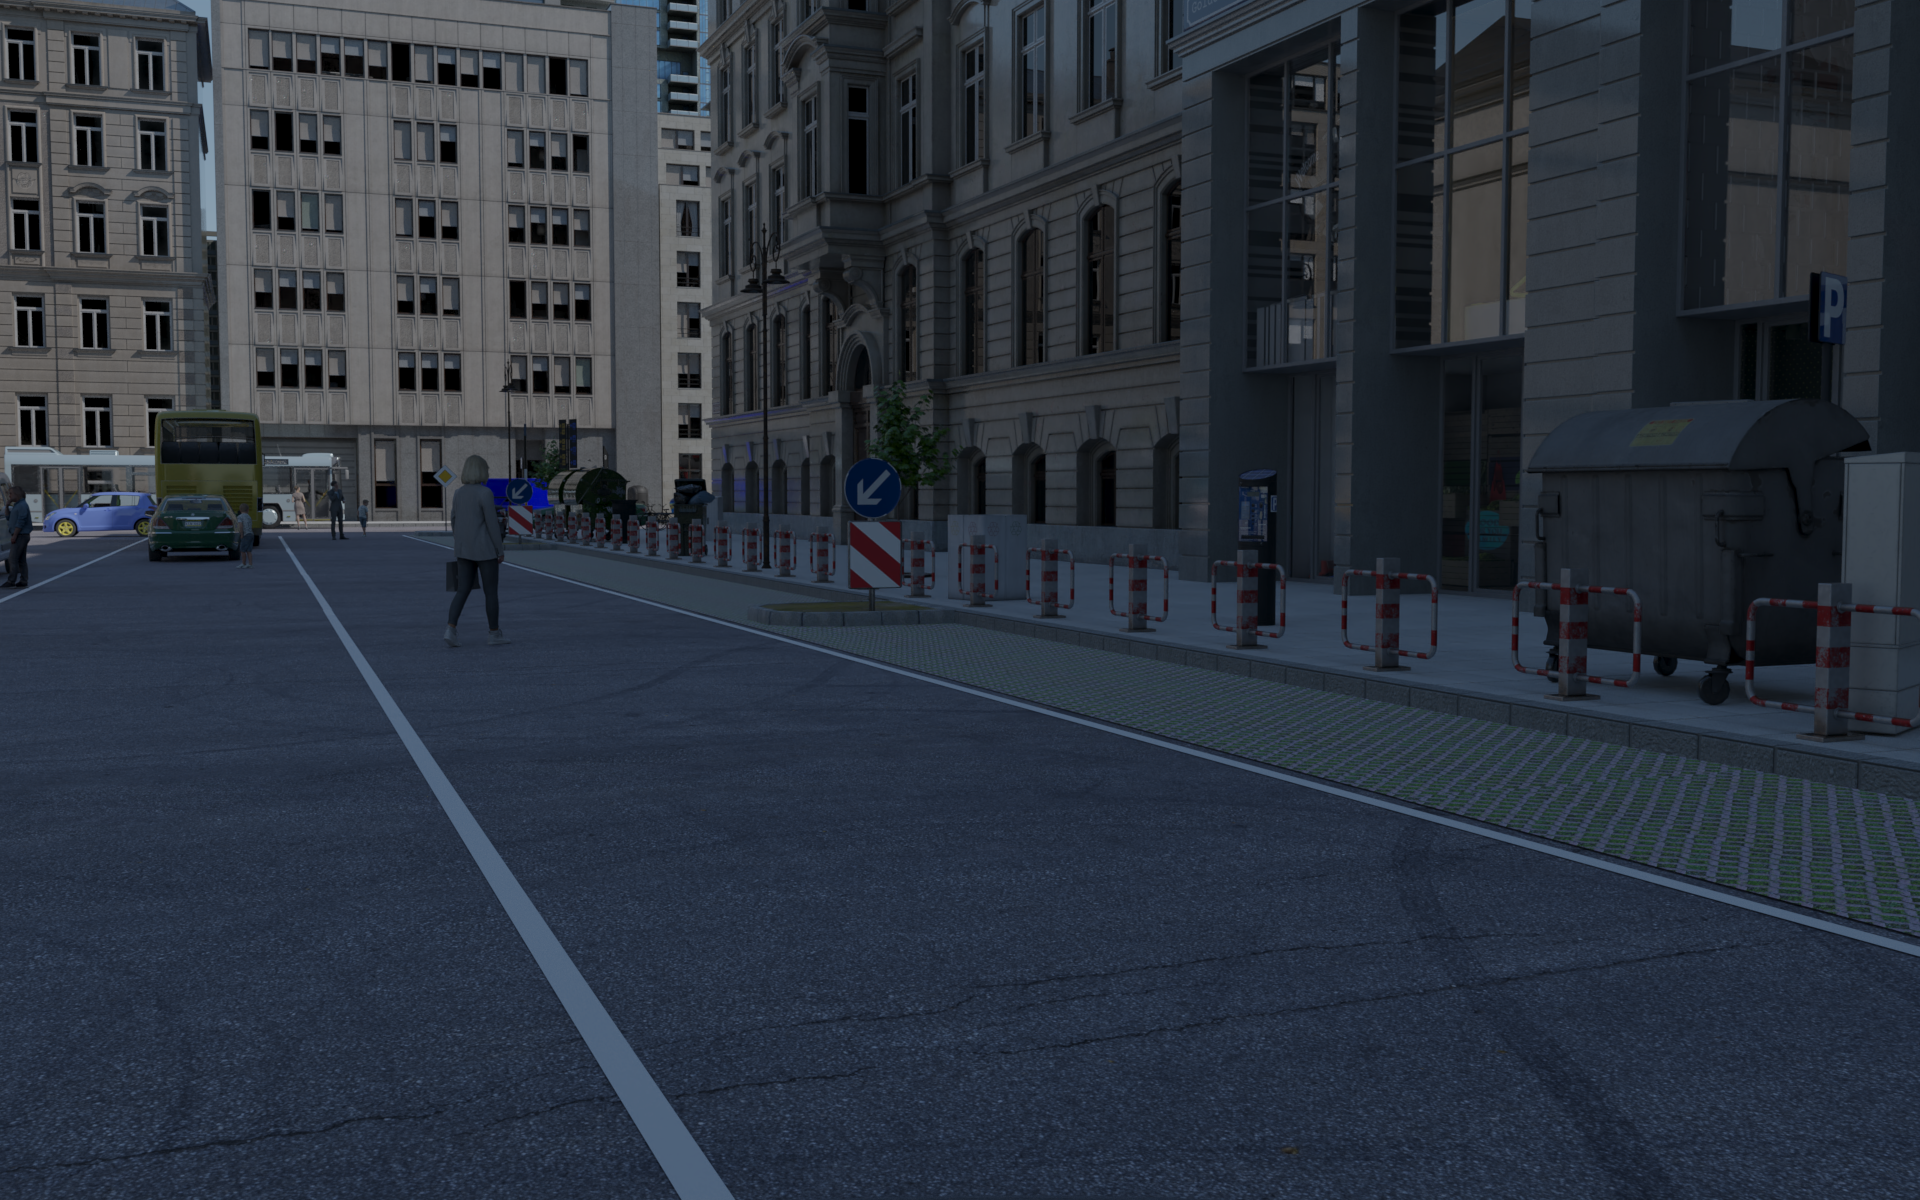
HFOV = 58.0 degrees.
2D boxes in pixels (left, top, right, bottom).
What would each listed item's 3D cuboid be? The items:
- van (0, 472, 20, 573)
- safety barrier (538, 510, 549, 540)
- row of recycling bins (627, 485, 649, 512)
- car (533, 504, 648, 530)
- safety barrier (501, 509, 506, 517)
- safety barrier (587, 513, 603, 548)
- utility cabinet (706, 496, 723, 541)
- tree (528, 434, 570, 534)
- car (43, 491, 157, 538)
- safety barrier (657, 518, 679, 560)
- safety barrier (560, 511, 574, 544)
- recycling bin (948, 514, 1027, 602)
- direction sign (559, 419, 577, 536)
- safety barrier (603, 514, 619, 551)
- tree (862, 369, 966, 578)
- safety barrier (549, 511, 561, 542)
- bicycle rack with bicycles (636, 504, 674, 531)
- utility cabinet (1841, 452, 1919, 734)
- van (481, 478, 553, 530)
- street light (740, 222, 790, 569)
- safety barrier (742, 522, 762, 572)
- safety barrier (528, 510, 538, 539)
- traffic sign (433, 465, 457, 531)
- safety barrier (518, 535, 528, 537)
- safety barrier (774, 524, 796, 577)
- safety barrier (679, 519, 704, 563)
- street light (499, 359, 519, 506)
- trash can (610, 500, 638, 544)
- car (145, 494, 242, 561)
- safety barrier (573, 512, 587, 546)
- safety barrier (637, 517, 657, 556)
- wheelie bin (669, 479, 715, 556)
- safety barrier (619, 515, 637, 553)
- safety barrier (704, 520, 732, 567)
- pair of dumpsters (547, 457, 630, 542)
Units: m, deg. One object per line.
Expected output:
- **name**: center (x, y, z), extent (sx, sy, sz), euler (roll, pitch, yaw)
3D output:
- **van**: center (-17.323, -1.396, 29.838), extent (2.013, 2.044, 4.112), euler (-1, 4, -21)
- **safety barrier**: center (-11.425, -2.072, 48.149), extent (0.300, 0.817, 1.120), euler (-1, 4, -22)
- **row of recycling bins**: center (-15.268, -4.588, 82.125), extent (1.069, 1.692, 3.534), euler (-1, 4, -10)
- **car**: center (-14.111, -3.249, 64.912), extent (4.920, 1.459, 2.131), euler (-1, 4, -22)
- **safety barrier**: center (-14.326, -2.506, 55.248), extent (0.300, 0.817, 1.120), euler (-1, 4, -22)
- **safety barrier**: center (-8.517, -1.637, 41.032), extent (0.300, 0.817, 1.120), euler (-1, 4, -22)
- **utility cabinet**: center (-6.986, -2.210, 47.290), extent (1.020, 1.237, 0.306), euler (1, 4, 22)
- **tree**: center (-13.089, -3.777, 56.351), extent (1.663, 3.219, 1.824), euler (0, 3, 0)
- **car**: center (-28.774, -2.975, 58.225), extent (3.694, 1.707, 1.945), euler (-1, 4, -22)
- **safety barrier**: center (-5.611, -1.201, 33.918), extent (0.300, 0.817, 1.120), euler (-1, 4, -22)
- **safety barrier**: center (-9.976, -1.855, 44.598), extent (0.300, 0.817, 1.120), euler (-1, 4, -22)
- **recycling bin**: center (0.333, -0.523, 21.108), extent (0.722, 1.027, 0.722), euler (-3, 4, -37)
- **direction sign**: center (-11.867, -3.700, 52.495), extent (0.876, 3.537, 0.379), euler (3, 5, 42)
- **safety barrier**: center (-7.783, -1.528, 39.253), extent (0.300, 0.817, 1.120), euler (-1, 4, -22)
- **tree**: center (-1.007, -1.960, 26.655), extent (1.663, 3.219, 1.824), euler (0, 3, 0)
- **safety barrier**: center (-10.701, -1.963, 46.373), extent (0.300, 0.817, 1.120), euler (-1, 4, -22)
- **bicycle rack with bicycles**: center (-10.464, -2.929, 61.278), extent (2.925, 0.926, 2.852), euler (-2, 4, -31)
- **utility cabinet**: center (5.191, -0.056, 9.598), extent (0.318, 1.500, 1.173), euler (3, 5, 42)
- **van**: center (-16.174, -3.842, 67.206), extent (5.245, 2.365, 2.240), euler (-2, 4, -23)
- **street light**: center (-3.335, -3.479, 29.676), extent (0.468, 5.910, 1.993), euler (-1, 4, -22)
- **safety barrier**: center (-3.435, -0.876, 28.593), extent (0.300, 0.817, 1.120), euler (-1, 4, -22)
- **safety barrier**: center (-12.150, -2.180, 49.923), extent (0.300, 0.817, 1.120), euler (-1, 4, -22)
- **traffic sign**: center (-17.652, -3.412, 59.423), extent (0.795, 2.450, 0.064), euler (-1, 4, -22)
- **safety barrier**: center (-12.879, -2.289, 51.697), extent (0.300, 0.817, 1.120), euler (-1, 4, -22)
- **safety barrier**: center (-2.712, -0.767, 26.815), extent (0.300, 0.817, 1.120), euler (-1, 4, -22)
- **safety barrier**: center (-4.886, -1.093, 32.144), extent (0.300, 0.817, 1.120), euler (-1, 4, -22)
- **street light**: center (-15.422, -5.290, 59.283), extent (0.468, 5.910, 1.993), euler (-1, 4, -22)
- **trash can**: center (-8.692, -2.029, 44.833), extent (0.748, 1.137, 0.748), euler (0, 3, 0)
- **car**: center (-16.956, -1.630, 38.455), extent (2.131, 1.459, 4.920), euler (-1, 4, -22)
- **safety barrier**: center (-9.244, -1.745, 42.812), extent (0.300, 0.817, 1.120), euler (-1, 4, -22)
- **safety barrier**: center (-6.343, -1.310, 35.698), extent (0.300, 0.817, 1.120), euler (-1, 4, -22)
- **wheelie bin**: center (-5.564, -1.713, 35.914), extent (0.980, 1.594, 0.693), euler (0, 4, 1)
- **safety barrier**: center (-7.063, -1.419, 37.476), extent (0.300, 0.817, 1.120), euler (-1, 4, -22)
- **safety barrier**: center (-4.163, -0.984, 30.368), extent (0.300, 0.817, 1.120), euler (-1, 4, -22)
- **pair of dumpsters**: center (-10.230, -2.769, 47.762), extent (1.574, 2.255, 4.437), euler (-1, 4, -22)
